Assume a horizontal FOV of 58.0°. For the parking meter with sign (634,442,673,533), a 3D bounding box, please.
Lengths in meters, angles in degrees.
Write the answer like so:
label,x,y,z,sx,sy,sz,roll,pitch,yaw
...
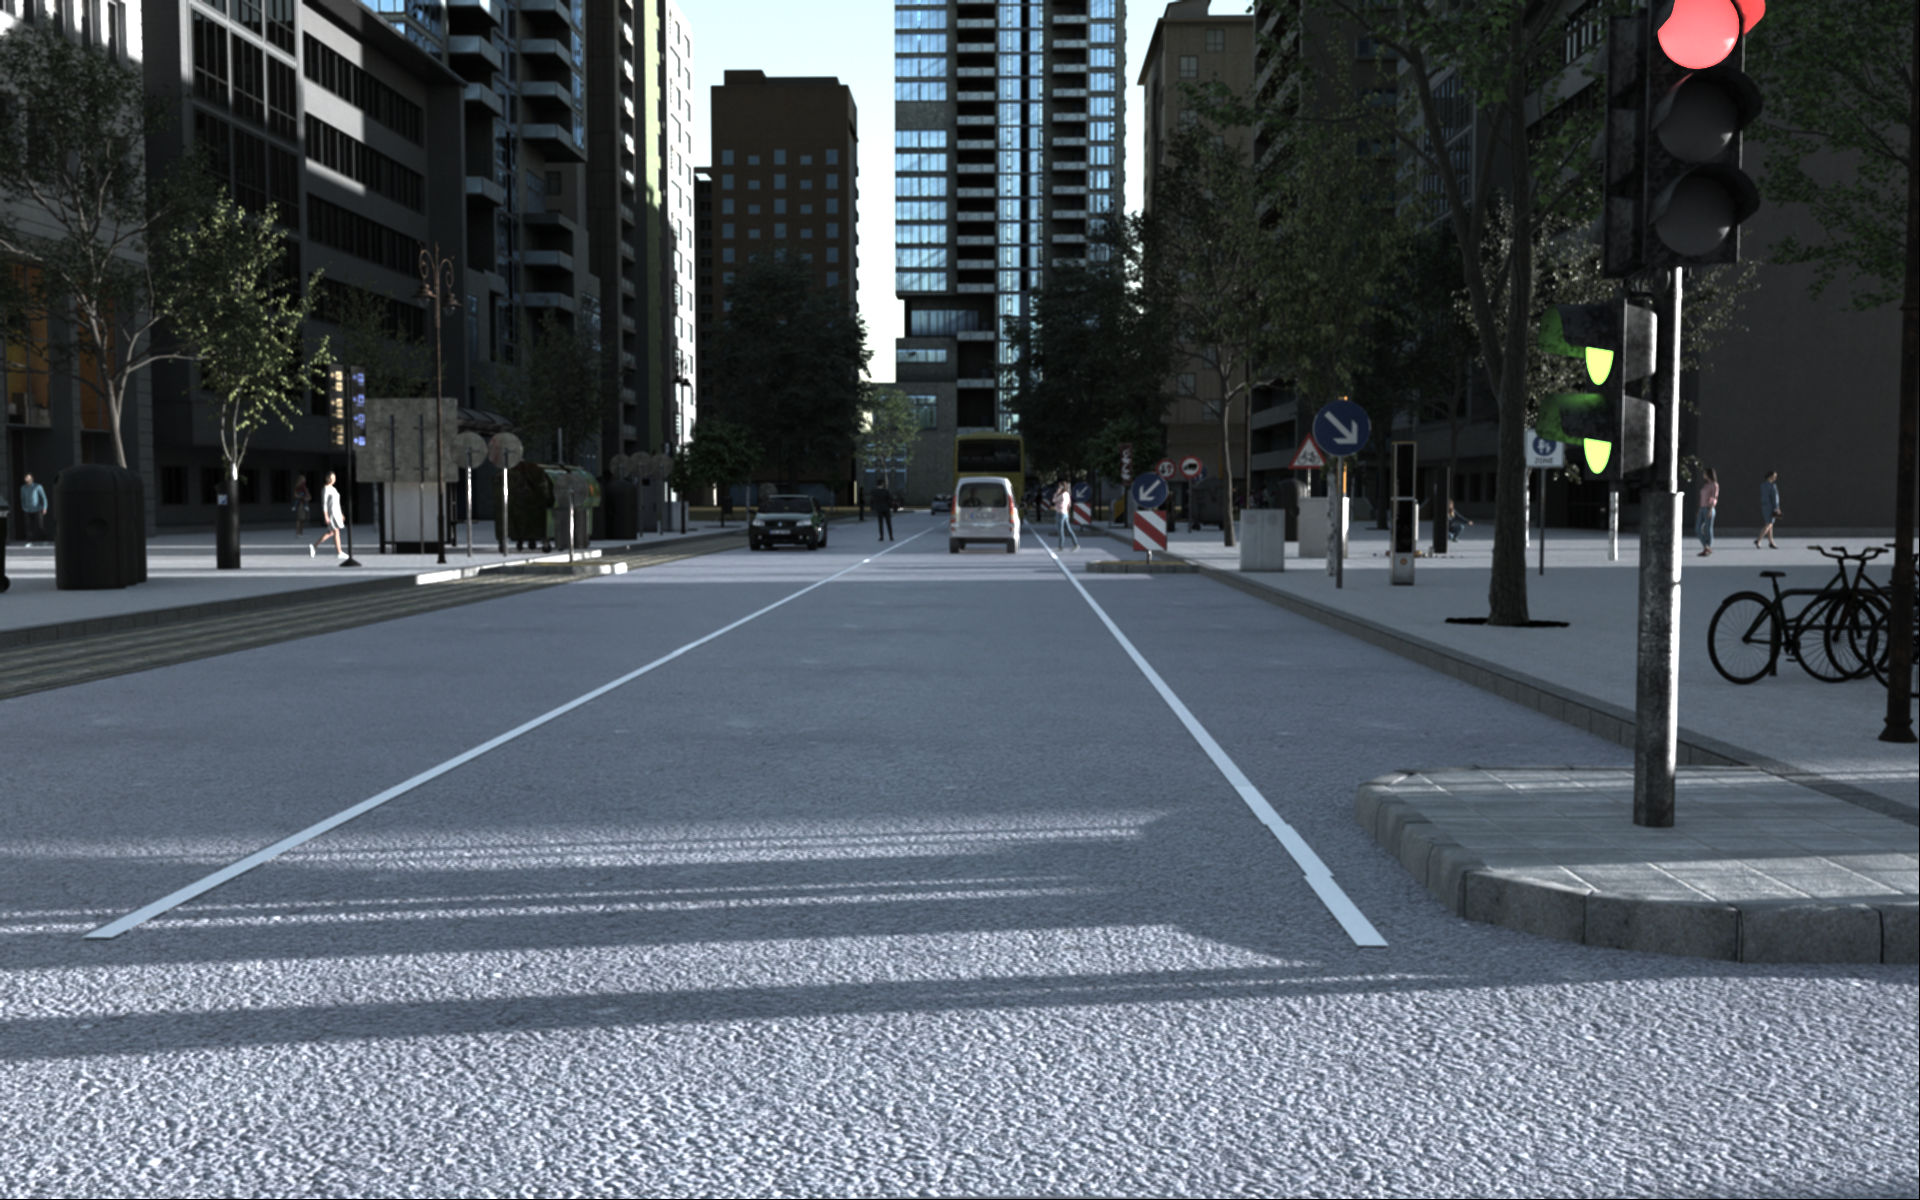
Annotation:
label,x,y,z,sx,sy,sz,roll,pitch,yaw
parking meter with sign,-10.508,-3.766,57.827,1.738,3.016,0.543,-2,4,-28

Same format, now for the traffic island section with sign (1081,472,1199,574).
label,x,y,z,sx,sy,sz,roll,pitch,yaw
traffic island section with sign,3.351,-1.441,32.196,1.989,1.847,2.006,0,4,1

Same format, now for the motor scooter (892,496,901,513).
label,x,y,z,sx,sy,sz,roll,pitch,yaw
motor scooter,-4.892,-7.268,131.602,0.815,1.314,1.986,0,4,-1

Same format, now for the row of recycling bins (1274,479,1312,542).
label,x,y,z,sx,sy,sz,roll,pitch,yaw
row of recycling bins,9.300,-2.521,48.327,1.069,1.692,3.534,1,4,12

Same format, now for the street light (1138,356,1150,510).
label,x,y,z,sx,sy,sz,roll,pitch,yaw
street light,5.898,-5.131,56.680,0.468,5.910,1.993,0,4,1

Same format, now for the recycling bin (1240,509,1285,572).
label,x,y,z,sx,sy,sz,roll,pitch,yaw
recycling bin,5.026,-0.995,28.821,0.722,1.027,0.722,1,4,9

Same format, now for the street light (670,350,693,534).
label,x,y,z,sx,sy,sz,roll,pitch,yaw
street light,-8.934,-5.074,55.749,0.468,5.910,1.993,0,4,1

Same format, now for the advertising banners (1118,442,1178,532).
label,x,y,z,sx,sy,sz,roll,pitch,yaw
advertising banners,6.333,-3.814,58.543,2.074,3.025,0.090,1,4,19

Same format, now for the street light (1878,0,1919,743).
label,x,y,z,sx,sy,sz,roll,pitch,yaw
street light,4.878,-2.204,8.830,0.468,5.910,1.993,0,4,1

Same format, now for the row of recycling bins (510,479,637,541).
label,x,y,z,sx,sy,sz,roll,pitch,yaw
row of recycling bins,-10.649,-2.496,47.918,3.534,1.692,1.069,-2,4,-31

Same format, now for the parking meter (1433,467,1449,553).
label,x,y,z,sx,sy,sz,roll,pitch,yaw
parking meter,10.439,-1.950,37.601,0.255,1.863,0.399,0,4,4

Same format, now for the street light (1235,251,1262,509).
label,x,y,z,sx,sy,sz,roll,pitch,yaw
street light,5.443,-3.671,32.812,0.468,5.910,1.993,0,4,1

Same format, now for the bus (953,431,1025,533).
label,x,y,z,sx,sy,sz,roll,pitch,yaw
bus,1.124,-4.627,67.191,2.896,3.916,12.252,0,4,1

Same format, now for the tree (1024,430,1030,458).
label,x,y,z,sx,sy,sz,roll,pitch,yaw
tree,7.911,-11.738,126.323,7.601,10.594,8.767,-2,4,-35

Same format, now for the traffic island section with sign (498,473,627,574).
label,x,y,z,sx,sy,sz,roll,pitch,yaw
traffic island section with sign,-7.184,-1.406,31.623,1.989,1.847,2.006,0,4,1

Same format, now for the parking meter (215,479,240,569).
label,x,y,z,sx,sy,sz,roll,pitch,yaw
parking meter,-12.559,-1.302,29.700,0.372,1.533,0.369,0,3,0

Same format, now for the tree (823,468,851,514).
label,x,y,z,sx,sy,sz,roll,pitch,yaw
tree,-7.925,-7.033,109.593,1.663,3.219,1.824,0,3,0

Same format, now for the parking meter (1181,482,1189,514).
label,x,y,z,sx,sy,sz,roll,pitch,yaw
parking meter,10.591,-4.612,81.120,0.399,1.863,0.255,-2,4,-35

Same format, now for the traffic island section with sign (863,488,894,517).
label,x,y,z,sx,sy,sz,roll,pitch,yaw
traffic island section with sign,-5.279,-6.149,109.171,1.989,1.847,2.006,0,4,1

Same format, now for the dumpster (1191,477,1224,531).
label,x,y,z,sx,sy,sz,roll,pitch,yaw
dumpster,8.855,-3.391,61.195,1.264,1.857,1.865,0,4,2

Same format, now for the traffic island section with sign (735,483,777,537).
label,x,y,z,sx,sy,sz,roll,pitch,yaw
traffic island section with sign,-6.507,-3.061,58.671,1.989,1.847,2.006,0,4,1

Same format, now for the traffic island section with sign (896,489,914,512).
label,x,y,z,sx,sy,sz,roll,pitch,yaw
traffic island section with sign,-4.609,-7.799,136.144,1.989,1.847,2.006,0,4,1

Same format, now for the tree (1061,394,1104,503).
label,x,y,z,sx,sy,sz,roll,pitch,yaw
tree,8.135,-10.240,117.783,4.737,8.622,4.395,0,3,0

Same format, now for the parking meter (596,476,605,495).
label,x,y,z,sx,sy,sz,roll,pitch,yaw
parking meter,-11.690,-3.072,55.945,0.399,1.863,0.255,1,4,19

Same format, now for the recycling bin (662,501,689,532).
label,x,y,z,sx,sy,sz,roll,pitch,yaw
recycling bin,-9.734,-2.843,59.042,0.722,1.027,0.722,3,5,42

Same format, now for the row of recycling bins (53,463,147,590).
label,x,y,z,sx,sy,sz,roll,pitch,yaw
row of recycling bins,-12.210,-1.077,24.724,1.069,1.692,3.534,-1,4,-20

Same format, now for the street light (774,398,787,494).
label,x,y,z,sx,sy,sz,roll,pitch,yaw
street light,-8.348,-6.579,80.351,0.468,5.910,1.993,0,4,1

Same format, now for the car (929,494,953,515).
label,x,y,z,sx,sy,sz,roll,pitch,yaw
car,-1.117,-6.604,119.975,2.014,1.417,4.499,0,4,0

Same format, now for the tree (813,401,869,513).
label,x,y,z,sx,sy,sz,roll,pitch,yaw
tree,-8.263,-10.010,114.027,4.360,8.622,3.978,0,3,0

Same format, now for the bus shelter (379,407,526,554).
label,x,y,z,sx,sy,sz,roll,pitch,yaw
bus shelter,-11.667,-2.797,39.650,2.014,3.302,5.546,0,4,1

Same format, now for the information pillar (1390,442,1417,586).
label,x,y,z,sx,sy,sz,roll,pitch,yaw
information pillar,6.233,-1.216,24.379,0.304,2.012,0.304,0,4,6

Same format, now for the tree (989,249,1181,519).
label,x,y,z,sx,sy,sz,roll,pitch,yaw
tree,6.650,-11.176,89.384,9.857,13.997,8.962,0,3,0

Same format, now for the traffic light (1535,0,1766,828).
label,x,y,z,sx,sy,sz,roll,pitch,yaw
traffic light,2.676,-1.082,6.615,0.839,4.253,0.868,0,4,1

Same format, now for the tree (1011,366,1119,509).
label,x,y,z,sx,sy,sz,roll,pitch,yaw
tree,9.209,-14.121,147.890,9.611,12.733,9.660,0,3,0

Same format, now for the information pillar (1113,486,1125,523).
label,x,y,z,sx,sy,sz,roll,pitch,yaw
information pillar,6.965,-5.153,75.614,0.504,3.616,0.183,-1,4,-18

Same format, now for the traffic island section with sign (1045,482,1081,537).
label,x,y,z,sx,sy,sz,roll,pitch,yaw
traffic island section with sign,4.019,-3.090,59.143,1.989,1.847,2.006,0,4,1

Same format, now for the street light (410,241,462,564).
label,x,y,z,sx,sy,sz,roll,pitch,yaw
street light,-9.596,-3.615,31.886,0.468,5.910,1.993,0,4,1

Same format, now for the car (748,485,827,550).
label,x,y,z,sx,sy,sz,roll,pitch,yaw
car,-4.486,-2.182,45.465,2.009,1.686,4.222,0,4,1

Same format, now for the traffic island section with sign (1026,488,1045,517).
label,x,y,z,sx,sy,sz,roll,pitch,yaw
traffic island section with sign,5.226,-6.106,108.454,1.989,1.847,2.006,0,4,1

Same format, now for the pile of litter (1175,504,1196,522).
label,x,y,z,sx,sy,sz,roll,pitch,yaw
pile of litter,10.366,-3.955,78.632,1.719,0.858,1.176,2,4,31

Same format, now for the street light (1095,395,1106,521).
label,x,y,z,sx,sy,sz,roll,pitch,yaw
street light,6.576,-6.633,81.237,0.468,5.910,1.993,0,4,1

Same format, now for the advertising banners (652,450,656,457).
label,x,y,z,sx,sy,sz,roll,pitch,yaw
advertising banners,-12.233,-4.399,68.111,0.090,3.025,2.074,0,4,7

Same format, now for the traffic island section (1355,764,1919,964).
label,x,y,z,sx,sy,sz,roll,pitch,yaw
traffic island section,2.716,0.951,6.728,2.009,0.180,2.903,0,4,1

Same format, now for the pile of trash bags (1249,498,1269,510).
label,x,y,z,sx,sy,sz,roll,pitch,yaw
pile of trash bags,10.172,-2.780,55.197,1.912,1.369,3.447,0,4,0
